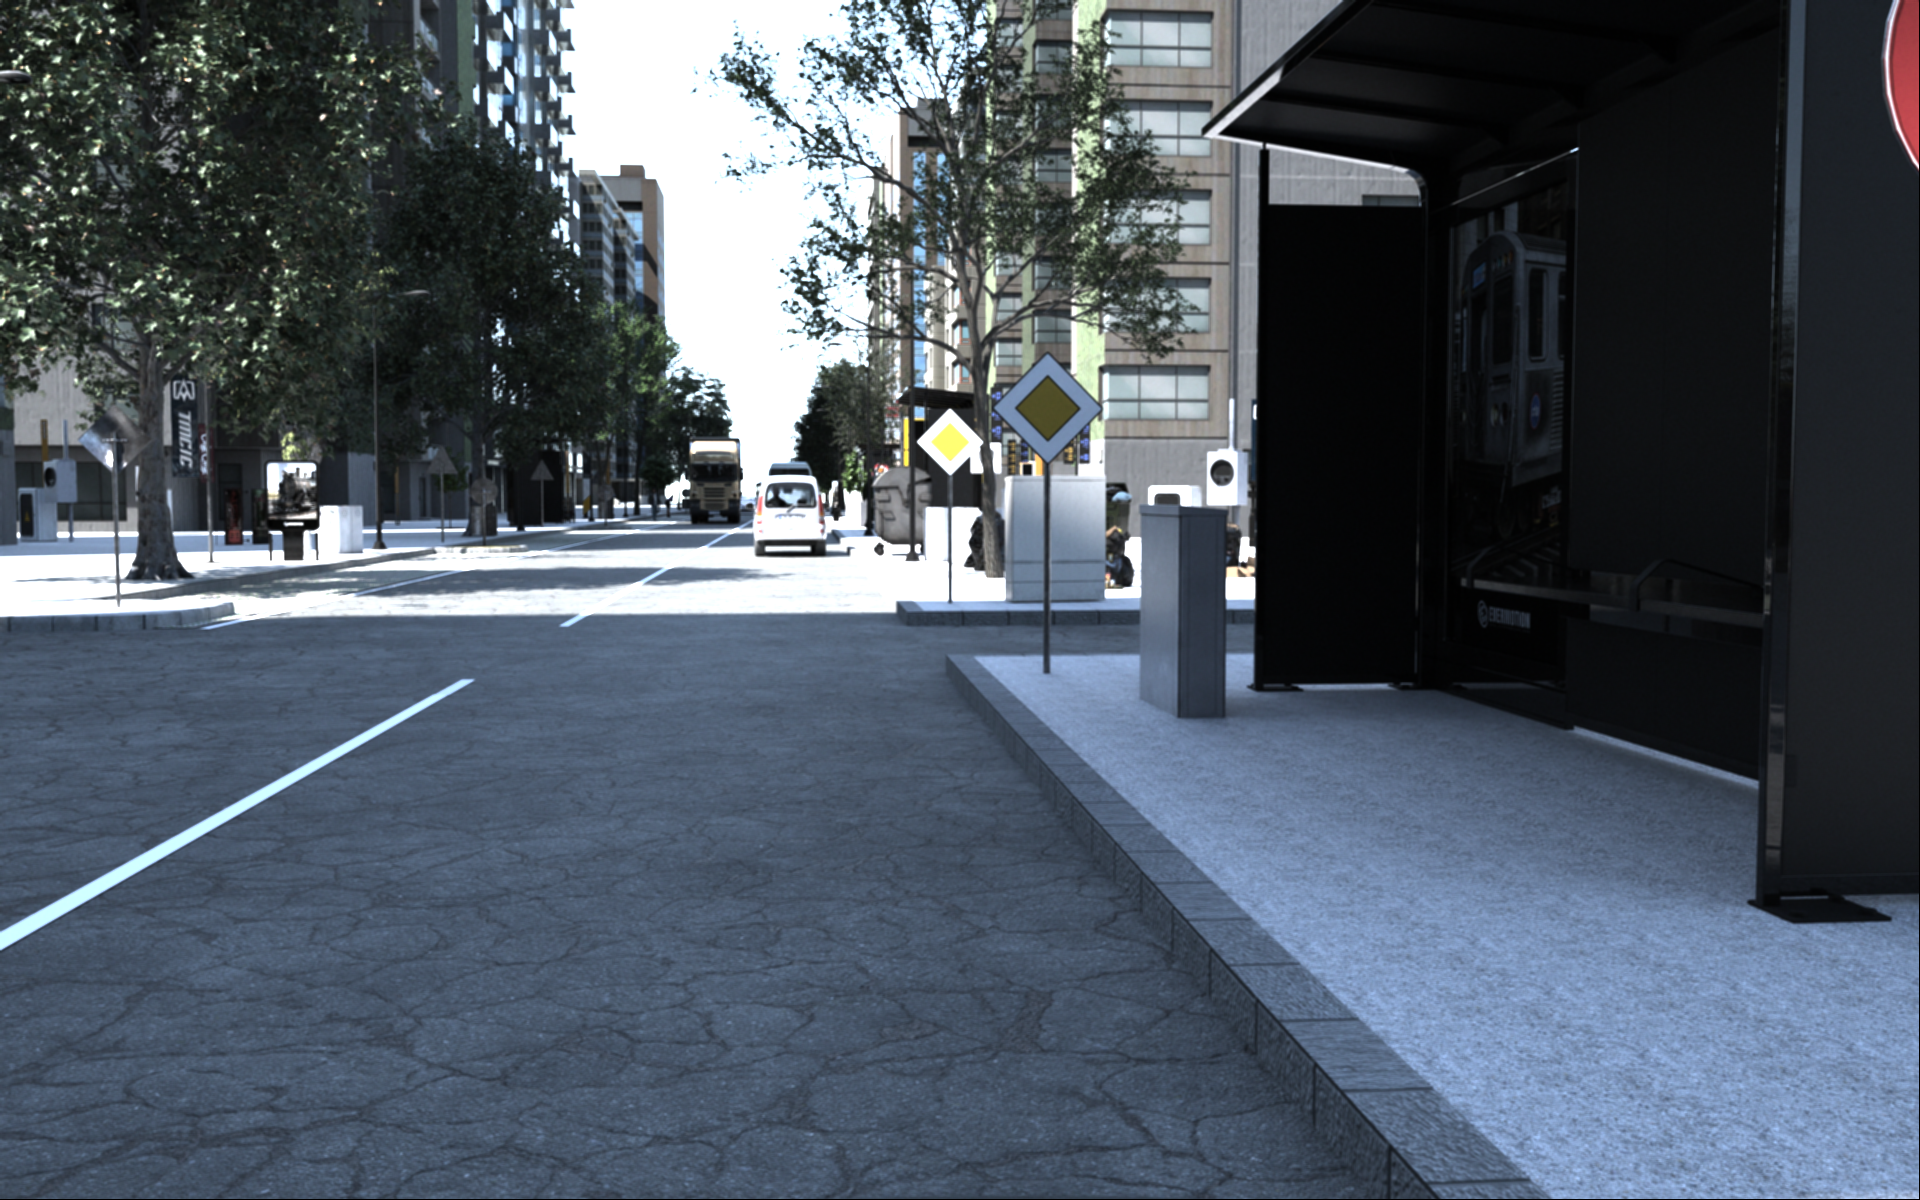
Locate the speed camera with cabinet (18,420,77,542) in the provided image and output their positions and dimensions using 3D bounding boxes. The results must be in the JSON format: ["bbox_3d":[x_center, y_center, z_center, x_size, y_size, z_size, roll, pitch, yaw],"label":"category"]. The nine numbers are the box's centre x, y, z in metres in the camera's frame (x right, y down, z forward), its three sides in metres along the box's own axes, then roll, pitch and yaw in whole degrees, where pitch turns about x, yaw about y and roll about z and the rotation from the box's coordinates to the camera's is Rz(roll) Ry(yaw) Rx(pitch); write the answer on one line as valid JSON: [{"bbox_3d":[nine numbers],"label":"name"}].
[{"bbox_3d":[-24.483,-3.186,46.432,2.038,3.252,0.660,2,4,35],"label":"speed camera with cabinet"}]

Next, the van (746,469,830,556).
[{"bbox_3d":[-4.085,-2.095,41.265,2.013,2.044,4.112,0,4,-7],"label":"van"}]

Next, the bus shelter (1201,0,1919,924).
[{"bbox_3d":[2.693,-1.039,8.264,1.731,3.624,6.357,0,4,-5],"label":"bus shelter"}]

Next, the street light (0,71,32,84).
[{"bbox_3d":[-10.894,-2.850,19.134,1.470,5.913,1.316,0,4,-5],"label":"street light"}]

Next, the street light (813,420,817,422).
[{"bbox_3d":[-7.152,-7.494,95.071,1.470,5.913,1.316,0,4,-5],"label":"street light"}]

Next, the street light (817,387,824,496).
[{"bbox_3d":[-5.299,-6.239,74.543,1.470,5.913,1.316,0,4,-5],"label":"street light"}]

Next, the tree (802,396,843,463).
[{"bbox_3d":[-12.136,-15.141,165.682,7.486,12.596,7.792,0,3,0],"label":"tree"}]

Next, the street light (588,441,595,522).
[{"bbox_3d":[-16.708,-6.630,80.940,1.470,5.913,1.316,0,4,-5],"label":"street light"}]

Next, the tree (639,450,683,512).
[{"bbox_3d":[-22.182,-8.773,127.160,4.285,4.588,4.351,0,3,0],"label":"tree"}]

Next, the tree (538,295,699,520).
[{"bbox_3d":[-18.034,-9.891,87.478,9.928,11.665,9.643,0,3,0],"label":"tree"}]

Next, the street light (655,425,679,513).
[{"bbox_3d":[-19.960,-8.828,116.871,1.470,5.913,1.316,0,4,-5],"label":"street light"}]

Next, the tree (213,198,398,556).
[{"bbox_3d":[-13.829,-5.225,35.797,4.737,8.622,4.395,0,3,0],"label":"tree"}]

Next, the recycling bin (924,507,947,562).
[{"bbox_3d":[-0.218,-1.246,32.919,0.722,1.027,0.722,-2,4,-31],"label":"recycling bin"}]

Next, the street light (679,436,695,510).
[{"bbox_3d":[-21.812,-10.115,137.916,1.470,5.913,1.316,0,4,-5],"label":"street light"}]

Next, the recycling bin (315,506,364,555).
[{"bbox_3d":[-13.327,-1.506,37.177,0.722,1.027,0.722,2,4,27],"label":"recycling bin"}]

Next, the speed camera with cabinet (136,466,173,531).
[{"bbox_3d":[-25.665,-3.718,55.127,0.660,3.252,2.038,-1,4,-11],"label":"speed camera with cabinet"}]

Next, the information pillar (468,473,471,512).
[{"bbox_3d":[-16.613,-3.352,59.296,0.304,2.012,0.304,1,4,14],"label":"information pillar"}]

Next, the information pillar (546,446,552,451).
[{"bbox_3d":[-19.770,-5.613,83.122,0.504,3.616,0.183,-1,4,-17],"label":"information pillar"}]

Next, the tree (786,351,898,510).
[{"bbox_3d":[-9.610,-13.585,139.130,9.611,12.733,9.660,0,3,0],"label":"tree"}]

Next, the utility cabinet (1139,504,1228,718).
[{"bbox_3d":[1.333,0.048,10.384,0.306,1.237,1.020,0,4,-7],"label":"utility cabinet"}]

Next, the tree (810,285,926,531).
[{"bbox_3d":[-2.978,-6.671,59.430,4.360,8.622,3.978,0,3,0],"label":"tree"}]

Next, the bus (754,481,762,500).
[{"bbox_3d":[-26.856,-14.953,239.341,2.948,3.499,13.247,0,4,-5],"label":"bus"}]

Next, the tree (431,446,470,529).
[{"bbox_3d":[-18.772,-4.208,63.397,1.663,3.219,1.824,0,3,0],"label":"tree"}]

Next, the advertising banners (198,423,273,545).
[{"bbox_3d":[-18.306,-2.903,43.655,0.090,3.025,2.074,2,4,34],"label":"advertising banners"}]

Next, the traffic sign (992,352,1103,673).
[{"bbox_3d":[0.618,-0.532,12.338,0.795,2.450,0.064,0,4,-5],"label":"traffic sign"}]

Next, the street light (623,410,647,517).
[{"bbox_3d":[-18.039,-7.558,96.112,1.470,5.913,1.316,0,4,-5],"label":"street light"}]

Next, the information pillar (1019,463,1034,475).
[{"bbox_3d":[1.558,-2.205,40.538,0.304,2.012,0.304,0,4,-5],"label":"information pillar"}]

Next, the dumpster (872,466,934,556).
[{"bbox_3d":[-1.194,-1.871,36.349,1.264,1.857,1.865,0,4,-5],"label":"dumpster"}]

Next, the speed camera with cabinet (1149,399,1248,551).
[{"bbox_3d":[4.987,-2.570,36.351,2.038,3.252,0.660,2,4,34],"label":"speed camera with cabinet"}]

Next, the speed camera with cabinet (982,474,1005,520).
[{"bbox_3d":[1.248,-3.369,49.426,2.038,3.252,0.660,-1,4,-22],"label":"speed camera with cabinet"}]

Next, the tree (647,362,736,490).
[{"bbox_3d":[-26.090,-16.016,168.513,9.857,13.997,8.962,0,3,0],"label":"tree"}]

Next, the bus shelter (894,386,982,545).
[{"bbox_3d":[-0.538,-3.030,40.820,1.731,3.624,6.357,0,4,-5],"label":"bus shelter"}]

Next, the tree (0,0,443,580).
[{"bbox_3d":[-12.172,-6.652,25.771,9.611,12.733,9.660,0,3,0],"label":"tree"}]

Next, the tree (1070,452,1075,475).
[{"bbox_3d":[6.748,-5.856,79.455,4.285,4.588,4.351,0,3,0],"label":"tree"}]

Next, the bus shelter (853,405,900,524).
[{"bbox_3d":[-3.545,-6.025,76.145,2.179,5.291,8.768,0,4,-5],"label":"bus shelter"}]

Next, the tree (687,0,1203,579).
[{"bbox_3d":[0.220,-5.614,26.197,7.601,10.594,8.767,2,4,23],"label":"tree"}]

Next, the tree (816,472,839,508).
[{"bbox_3d":[-11.755,-10.584,156.766,4.285,4.588,4.351,0,3,0],"label":"tree"}]

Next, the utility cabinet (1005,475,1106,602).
[{"bbox_3d":[1.132,-0.730,20.619,1.173,1.500,0.318,-1,4,-17],"label":"utility cabinet"}]

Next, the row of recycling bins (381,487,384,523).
[{"bbox_3d":[-25.918,-4.229,76.254,1.069,1.692,3.534,-1,4,-15],"label":"row of recycling bins"}]

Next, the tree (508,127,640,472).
[{"bbox_3d":[-14.515,-8.270,52.223,9.611,12.733,9.660,0,3,0],"label":"tree"}]

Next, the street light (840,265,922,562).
[{"bbox_3d":[-1.438,-3.671,32.562,1.470,5.913,1.316,0,4,-5],"label":"street light"}]

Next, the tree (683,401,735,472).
[{"bbox_3d":[-30.201,-17.746,208.273,7.486,12.596,7.792,0,3,0],"label":"tree"}]

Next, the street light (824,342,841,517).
[{"bbox_3d":[-3.345,-4.926,53.085,1.470,5.913,1.316,0,4,-5],"label":"street light"}]

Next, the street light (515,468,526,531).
[{"bbox_3d":[-14.772,-5.365,60.258,1.470,5.913,1.316,0,4,-5],"label":"street light"}]

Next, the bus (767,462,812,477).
[{"bbox_3d":[-10.457,-6.785,105.787,2.948,3.499,13.247,0,4,-6],"label":"bus"}]

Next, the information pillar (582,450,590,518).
[{"bbox_3d":[-19.896,-6.177,92.352,0.504,3.616,0.183,-2,4,-35],"label":"information pillar"}]

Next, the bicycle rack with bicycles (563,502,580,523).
[{"bbox_3d":[-18.152,-3.913,77.361,2.852,0.926,2.925,0,4,3],"label":"bicycle rack with bicycles"}]

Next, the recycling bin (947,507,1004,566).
[{"bbox_3d":[0.308,-1.145,31.280,0.722,1.027,0.722,3,4,36],"label":"recycling bin"}]

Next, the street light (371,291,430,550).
[{"bbox_3d":[-12.797,-4.105,39.656,1.470,5.913,1.316,0,4,-5],"label":"street light"}]

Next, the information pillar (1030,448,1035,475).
[{"bbox_3d":[2.025,-3.202,43.708,0.504,3.616,0.183,-1,4,-19],"label":"information pillar"}]

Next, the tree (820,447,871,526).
[{"bbox_3d":[-4.326,-4.595,69.723,1.663,3.219,1.824,0,3,0],"label":"tree"}]

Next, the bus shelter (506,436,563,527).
[{"bbox_3d":[-17.355,-4.910,71.567,1.731,3.624,6.357,0,4,-5],"label":"bus shelter"}]

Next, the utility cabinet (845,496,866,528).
[{"bbox_3d":[-4.025,-3.407,66.863,0.306,1.237,1.020,-3,4,-37],"label":"utility cabinet"}]

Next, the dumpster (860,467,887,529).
[{"bbox_3d":[-2.890,-3.750,63.813,1.502,2.255,1.985,0,4,-5],"label":"dumpster"}]
